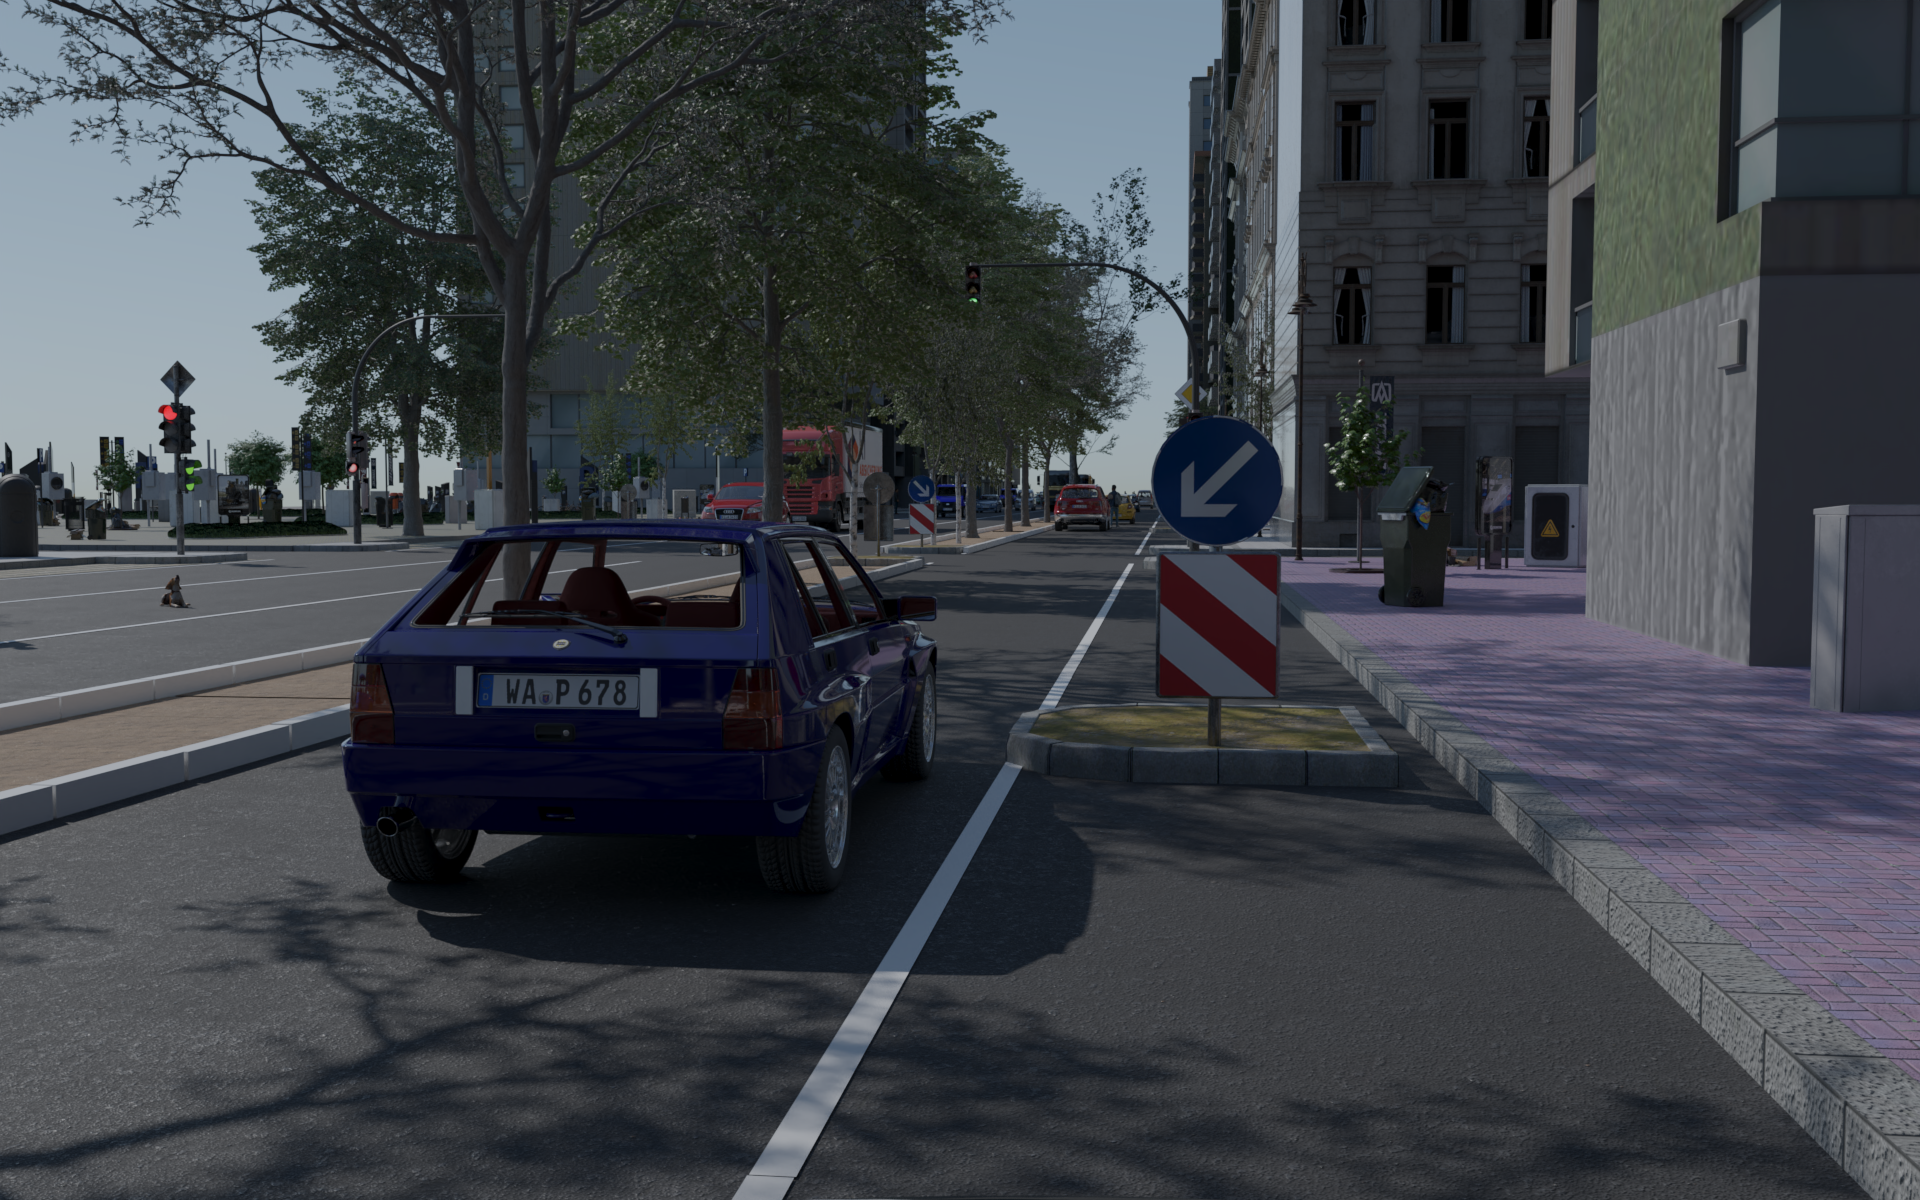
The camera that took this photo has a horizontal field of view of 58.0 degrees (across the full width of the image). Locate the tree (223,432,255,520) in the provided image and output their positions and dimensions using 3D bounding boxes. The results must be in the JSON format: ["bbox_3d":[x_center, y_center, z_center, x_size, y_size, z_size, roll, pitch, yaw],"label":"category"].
[{"bbox_3d":[-35.541,-6.367,87.814,4.285,4.588,4.351,0,3,0],"label":"tree"}]

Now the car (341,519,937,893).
[{"bbox_3d":[-1.131,0.302,7.648,1.945,1.354,3.894,0,4,7],"label":"car"}]

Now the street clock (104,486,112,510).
[{"bbox_3d":[-45.290,-5.358,92.174,0.471,2.002,0.358,-3,5,-43],"label":"street clock"}]

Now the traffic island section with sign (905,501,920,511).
[{"bbox_3d":[-3.435,-8.201,142.715,1.989,1.847,2.006,0,4,7],"label":"traffic island section with sign"}]

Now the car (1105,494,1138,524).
[{"bbox_3d":[7.580,-4.483,83.513,2.015,1.641,3.980,0,4,7],"label":"car"}]

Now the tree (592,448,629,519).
[{"bbox_3d":[-14.189,-4.741,72.113,1.663,3.219,1.824,0,3,0],"label":"tree"}]

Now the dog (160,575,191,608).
[{"bbox_3d":[-9.976,-0.119,22.140,0.550,0.427,0.748,0,4,5],"label":"dog"}]

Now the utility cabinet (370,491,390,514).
[{"bbox_3d":[-36.944,-6.218,110.347,1.173,1.500,0.318,-1,4,-20],"label":"utility cabinet"}]

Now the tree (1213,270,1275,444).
[{"bbox_3d":[10.221,-6.418,55.290,4.360,8.622,3.978,0,3,0],"label":"tree"}]

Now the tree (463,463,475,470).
[{"bbox_3d":[-30.148,-6.790,105.623,1.663,3.219,1.824,0,3,0],"label":"tree"}]

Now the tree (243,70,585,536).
[{"bbox_3d":[-16.775,-8.955,53.068,9.857,13.997,8.962,0,3,0],"label":"tree"}]

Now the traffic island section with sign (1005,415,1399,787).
[{"bbox_3d":[1.283,-0.054,9.515,1.989,1.847,2.006,0,4,7],"label":"traffic island section with sign"}]

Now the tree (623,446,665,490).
[{"bbox_3d":[-21.620,-8.165,117.217,4.285,4.588,4.351,0,3,0],"label":"tree"}]

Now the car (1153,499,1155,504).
[{"bbox_3d":[27.335,-14.710,250.733,2.015,1.641,3.980,0,4,5],"label":"car"}]

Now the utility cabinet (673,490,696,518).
[{"bbox_3d":[-14.551,-5.065,91.493,1.173,1.500,0.318,-2,4,-23],"label":"utility cabinet"}]

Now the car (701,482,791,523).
[{"bbox_3d":[-6.710,-2.817,54.734,2.281,1.827,5.304,0,4,6],"label":"car"}]

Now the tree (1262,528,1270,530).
[{"bbox_3d":[11.141,-4.090,61.472,1.663,3.219,1.824,0,3,0],"label":"tree"}]

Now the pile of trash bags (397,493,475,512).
[{"bbox_3d":[-26.575,-4.813,88.446,3.447,1.369,1.912,-3,5,-39],"label":"pile of trash bags"}]

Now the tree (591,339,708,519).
[{"bbox_3d":[-13.283,-7.834,78.441,4.737,8.622,4.395,0,3,0],"label":"tree"}]

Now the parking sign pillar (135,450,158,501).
[{"bbox_3d":[-49.524,-7.155,105.458,1.447,3.967,1.447,1,4,11],"label":"parking sign pillar"}]

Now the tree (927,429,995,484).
[{"bbox_3d":[0.298,-15.842,193.436,8.767,10.594,7.601,0,4,7],"label":"tree"}]

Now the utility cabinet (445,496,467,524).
[{"bbox_3d":[-22.005,-3.942,75.617,0.306,1.237,1.020,2,4,30],"label":"utility cabinet"}]

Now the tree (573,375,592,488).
[{"bbox_3d":[-21.040,-9.290,102.258,4.737,8.622,4.395,0,3,0],"label":"tree"}]

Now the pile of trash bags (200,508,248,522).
[{"bbox_3d":[-34.168,-4.223,78.794,1.912,1.369,3.447,0,4,-2],"label":"pile of trash bags"}]

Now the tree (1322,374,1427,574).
[{"bbox_3d":[6.473,-2.056,28.221,1.663,3.219,1.824,0,3,0],"label":"tree"}]

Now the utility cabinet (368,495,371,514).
[{"bbox_3d":[-38.035,-6.165,111.951,0.306,1.237,1.020,0,4,3],"label":"utility cabinet"}]

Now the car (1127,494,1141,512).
[{"bbox_3d":[13.513,-7.747,138.668,2.014,1.417,4.499,0,4,7],"label":"car"}]

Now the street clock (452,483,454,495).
[{"bbox_3d":[-33.419,-6.726,114.539,0.358,2.002,0.471,-2,4,-24],"label":"street clock"}]

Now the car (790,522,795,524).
[{"bbox_3d":[-8.702,-4.044,78.480,2.083,1.381,4.827,0,4,6],"label":"car"}]

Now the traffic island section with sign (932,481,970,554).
[{"bbox_3d":[-0.840,-2.094,42.368,2.006,1.907,1.989,0,4,7],"label":"traffic island section with sign"}]

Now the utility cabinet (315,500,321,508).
[{"bbox_3d":[-40.709,-6.183,109.772,0.318,1.500,1.173,-1,4,-18],"label":"utility cabinet"}]

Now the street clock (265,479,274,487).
[{"bbox_3d":[-33.691,-4.891,84.540,0.358,2.002,0.471,0,4,3],"label":"street clock"}]

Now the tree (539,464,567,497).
[{"bbox_3d":[-25.769,-7.084,110.431,1.663,3.219,1.824,0,3,0],"label":"tree"}]

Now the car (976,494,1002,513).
[{"bbox_3d":[2.229,-7.424,133.383,2.014,1.417,4.499,0,4,7],"label":"car"}]

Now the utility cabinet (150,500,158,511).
[{"bbox_3d":[-44.580,-5.348,96.112,0.318,1.500,1.173,1,4,10],"label":"utility cabinet"}]

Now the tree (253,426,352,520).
[{"bbox_3d":[-28.933,-5.798,78.509,4.285,4.588,4.351,0,3,0],"label":"tree"}]

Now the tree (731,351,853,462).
[{"bbox_3d":[-10.710,-10.501,106.096,7.601,10.594,8.767,2,4,30],"label":"tree"}]

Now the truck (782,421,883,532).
[{"bbox_3d":[-5.232,-4.855,68.287,2.839,4.237,11.283,0,4,8],"label":"truck"}]

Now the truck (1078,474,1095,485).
[{"bbox_3d":[11.625,-10.649,170.032,3.469,3.379,9.791,0,4,6],"label":"truck"}]

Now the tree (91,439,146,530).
[{"bbox_3d":[-29.891,-4.083,61.355,1.663,3.219,1.824,0,3,0],"label":"tree"}]

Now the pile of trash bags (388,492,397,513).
[{"bbox_3d":[-30.397,-5.265,95.827,1.912,1.369,3.447,1,4,18],"label":"pile of trash bags"}]

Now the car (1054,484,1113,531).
[{"bbox_3d":[4.851,-3.640,68.191,2.281,1.827,5.304,0,4,7],"label":"car"}]

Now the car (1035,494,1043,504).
[{"bbox_3d":[10.173,-13.224,225.007,1.959,1.807,4.718,0,4,7],"label":"car"}]

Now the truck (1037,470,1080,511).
[{"bbox_3d":[8.237,-8.931,141.942,3.469,3.379,9.791,0,4,6],"label":"truck"}]

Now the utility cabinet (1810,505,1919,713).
[{"bbox_3d":[5.628,0.048,10.382,1.020,1.237,0.306,-1,4,-14],"label":"utility cabinet"}]

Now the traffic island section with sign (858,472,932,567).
[{"bbox_3d":[-1.753,-1.644,35.017,2.006,1.907,1.989,0,4,7],"label":"traffic island section with sign"}]

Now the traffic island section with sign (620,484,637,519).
[{"bbox_3d":[-12.814,-3.529,66.330,1.989,1.847,2.006,0,4,7],"label":"traffic island section with sign"}]

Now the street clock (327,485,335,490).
[{"bbox_3d":[-41.410,-6.695,114.034,0.471,2.002,0.358,-2,4,-31],"label":"street clock"}]

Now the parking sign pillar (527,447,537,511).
[{"bbox_3d":[-24.689,-6.796,99.591,1.447,3.967,1.447,-2,4,-28],"label":"parking sign pillar"}]
